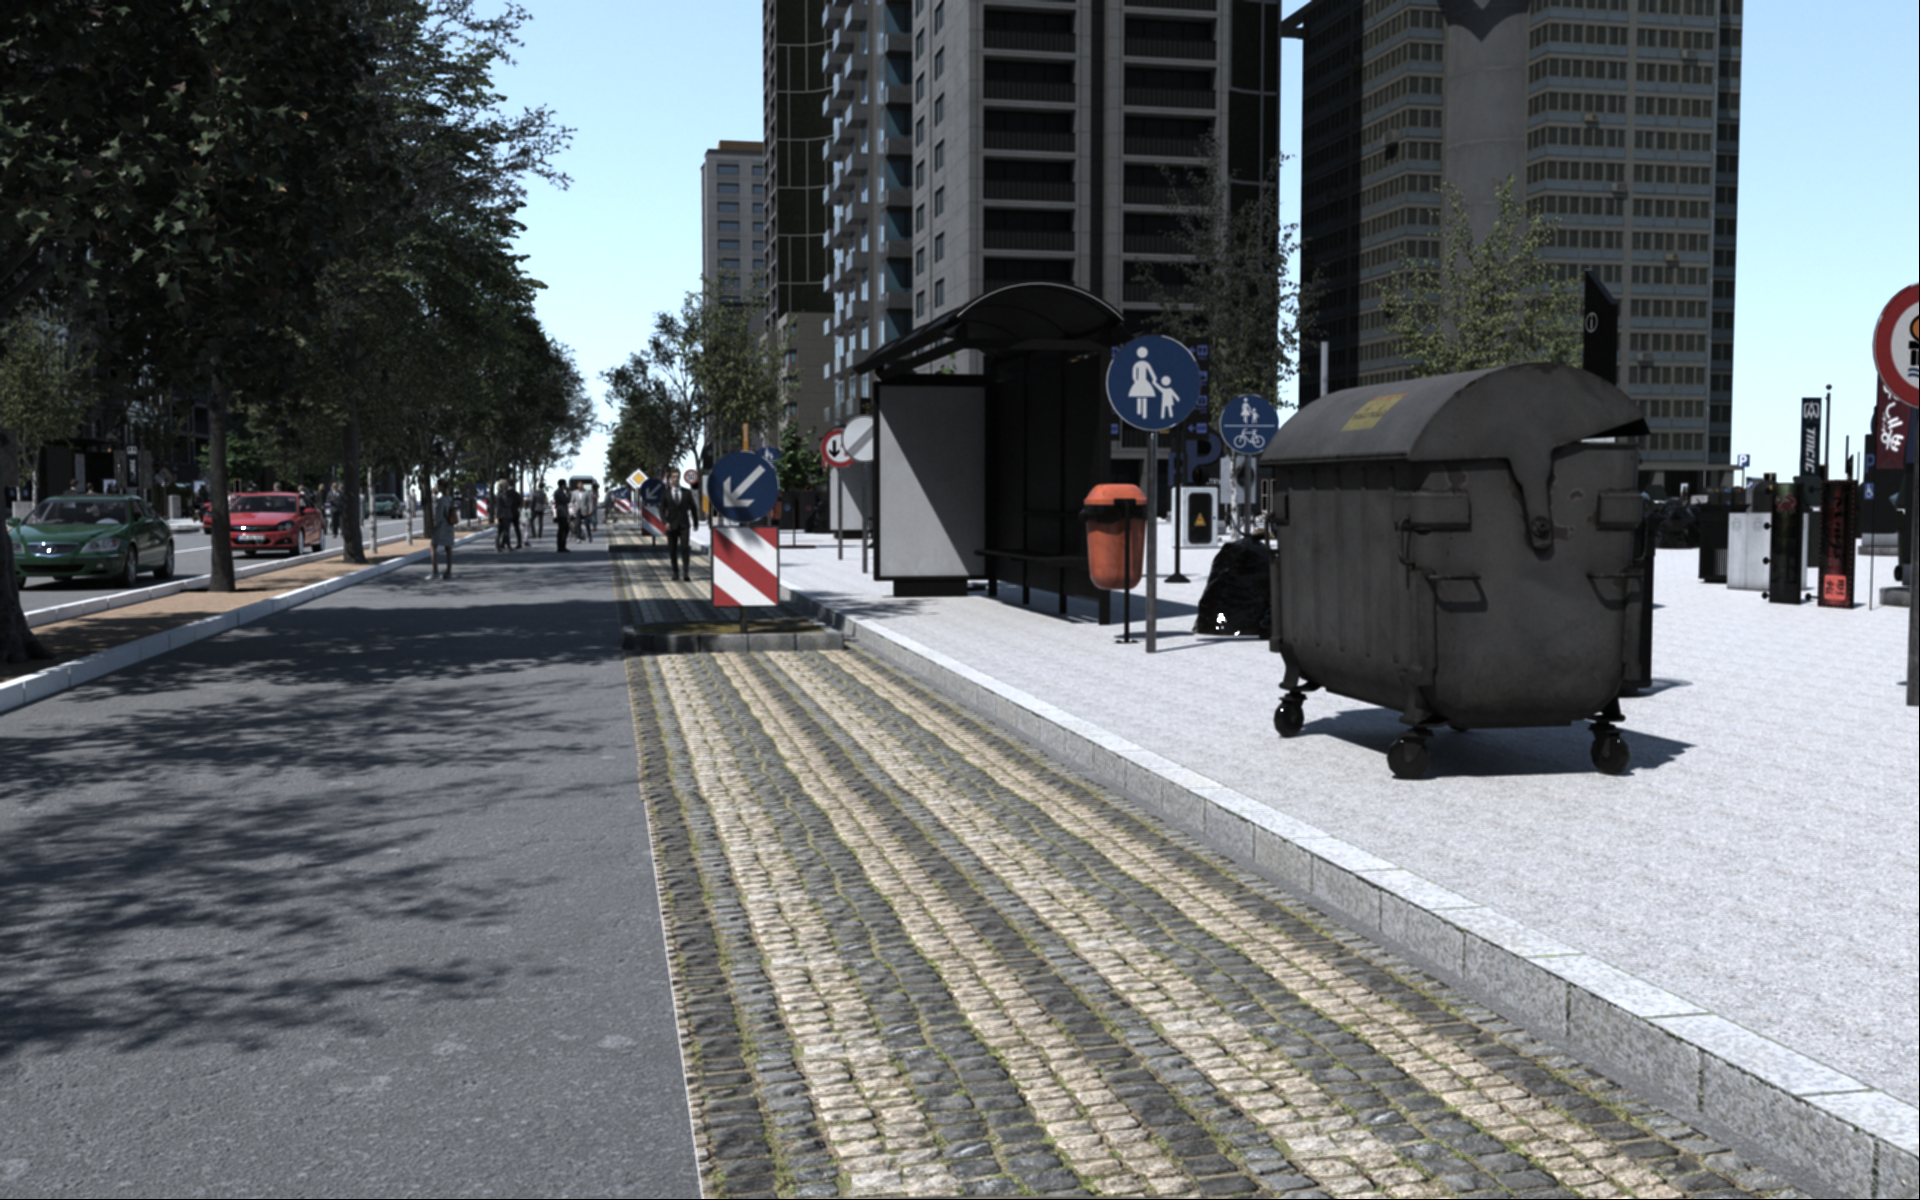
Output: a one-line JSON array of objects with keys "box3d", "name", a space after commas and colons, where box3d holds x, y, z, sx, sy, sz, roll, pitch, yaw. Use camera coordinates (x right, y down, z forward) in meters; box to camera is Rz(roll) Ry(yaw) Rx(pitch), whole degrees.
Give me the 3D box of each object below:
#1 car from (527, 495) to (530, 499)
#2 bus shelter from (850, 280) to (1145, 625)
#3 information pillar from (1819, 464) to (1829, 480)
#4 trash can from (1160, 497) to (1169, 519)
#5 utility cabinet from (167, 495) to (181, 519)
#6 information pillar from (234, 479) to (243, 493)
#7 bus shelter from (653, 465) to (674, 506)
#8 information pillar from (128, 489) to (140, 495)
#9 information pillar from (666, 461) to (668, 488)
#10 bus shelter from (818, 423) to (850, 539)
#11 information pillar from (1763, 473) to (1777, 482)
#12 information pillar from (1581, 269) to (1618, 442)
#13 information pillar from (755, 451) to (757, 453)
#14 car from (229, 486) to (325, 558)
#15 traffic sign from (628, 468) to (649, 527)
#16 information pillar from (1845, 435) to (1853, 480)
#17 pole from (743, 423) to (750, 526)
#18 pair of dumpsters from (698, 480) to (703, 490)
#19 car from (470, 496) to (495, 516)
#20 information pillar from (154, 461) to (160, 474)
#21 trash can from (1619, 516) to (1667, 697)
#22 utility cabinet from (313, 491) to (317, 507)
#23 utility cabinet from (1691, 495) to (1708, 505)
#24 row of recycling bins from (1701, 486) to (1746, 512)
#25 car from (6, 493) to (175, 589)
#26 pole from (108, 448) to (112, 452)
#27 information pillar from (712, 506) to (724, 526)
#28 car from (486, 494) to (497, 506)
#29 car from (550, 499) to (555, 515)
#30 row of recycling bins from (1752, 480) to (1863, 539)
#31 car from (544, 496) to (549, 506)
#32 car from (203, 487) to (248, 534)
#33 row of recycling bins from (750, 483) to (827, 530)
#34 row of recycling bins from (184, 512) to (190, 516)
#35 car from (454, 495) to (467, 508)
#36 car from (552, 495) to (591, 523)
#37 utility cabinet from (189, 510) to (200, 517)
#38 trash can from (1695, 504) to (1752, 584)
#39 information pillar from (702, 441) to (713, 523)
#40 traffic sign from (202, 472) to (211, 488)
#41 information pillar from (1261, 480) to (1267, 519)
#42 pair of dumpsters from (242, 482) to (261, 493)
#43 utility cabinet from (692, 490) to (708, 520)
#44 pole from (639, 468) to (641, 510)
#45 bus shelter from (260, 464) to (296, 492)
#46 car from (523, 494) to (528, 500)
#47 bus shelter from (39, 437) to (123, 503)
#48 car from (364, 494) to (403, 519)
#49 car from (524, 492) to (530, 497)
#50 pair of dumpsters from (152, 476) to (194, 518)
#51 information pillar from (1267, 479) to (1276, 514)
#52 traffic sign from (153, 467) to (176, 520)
[{"box3d": [-50.766, -11.920, 206.889, 2.014, 1.417, 4.499, -1, 4, -12], "name": "car"}, {"box3d": [0.216, -1.542, 19.128, 2.014, 3.302, 5.546, -1, 4, -12], "name": "bus shelter"}, {"box3d": [21.309, -2.353, 42.965, 0.304, 2.012, 0.304, 0, 4, 5], "name": "information pillar"}, {"box3d": [10.556, -4.706, 88.592, 0.748, 1.137, 0.748, 0, 3, 0], "name": "trash can"}, {"box3d": [-40.540, -4.783, 89.366, 0.306, 1.237, 1.020, 0, 4, -2], "name": "utility cabinet"}, {"box3d": [-35.461, -4.933, 85.142, 0.304, 2.012, 0.304, 0, 4, -5], "name": "information pillar"}, {"box3d": [-24.282, -9.197, 141.652, 1.731, 3.624, 6.357, -1, 4, -12], "name": "bus shelter"}, {"box3d": [-54.686, -7.526, 114.398, 0.183, 3.616, 0.504, 3, 5, 43], "name": "information pillar"}, {"box3d": [-18.899, -7.371, 111.878, 0.183, 3.616, 0.504, 0, 4, 4], "name": "information pillar"}, {"box3d": [-2.479, -3.233, 46.781, 2.014, 3.302, 5.546, -1, 4, -12], "name": "bus shelter"}, {"box3d": [27.929, -3.381, 59.771, 0.304, 2.012, 0.304, -2, 4, -27], "name": "information pillar"}, {"box3d": [6.601, -1.626, 17.945, 0.183, 3.616, 0.504, -1, 4, -13], "name": "information pillar"}, {"box3d": [-10.991, -6.179, 92.383, 0.183, 3.616, 0.504, 3, 4, 38], "name": "information pillar"}, {"box3d": [-15.935, -1.898, 40.076, 2.155, 1.783, 4.494, -1, 4, -11], "name": "car"}, {"box3d": [-12.524, -3.909, 67.561, 0.795, 2.450, 0.064, -1, 4, -12], "name": "traffic sign"}, {"box3d": [35.342, -4.754, 69.077, 0.183, 3.616, 0.504, 2, 4, 26], "name": "information pillar"}, {"box3d": [-6.149, -3.426, 49.857, 0.158, 3.312, 0.155, 0, 3, 0], "name": "pole"}, {"box3d": [-18.071, -7.506, 125.223, 1.574, 2.255, 4.437, -1, 4, -12], "name": "pair of dumpsters"}, {"box3d": [-31.289, -6.143, 113.010, 1.945, 1.354, 3.894, -1, 4, -12], "name": "car"}, {"box3d": [-56.346, -7.972, 121.691, 0.504, 3.616, 0.183, -2, 4, -24], "name": "information pillar"}, {"box3d": [4.128, 0.032, 11.127, 0.748, 1.137, 0.748, 0, 3, 0], "name": "trash can"}, {"box3d": [-51.573, -7.915, 138.088, 1.173, 1.500, 0.318, 1, 4, 18], "name": "utility cabinet"}, {"box3d": [38.017, -4.765, 89.074, 0.306, 1.237, 1.020, -1, 4, -10], "name": "utility cabinet"}, {"box3d": [40.277, -5.107, 90.604, 3.534, 1.692, 1.069, -1, 4, -18], "name": "row of recycling bins"}, {"box3d": [-13.920, -0.977, 27.767, 2.131, 1.459, 4.920, -1, 4, -14], "name": "car"}, {"box3d": [-37.846, -5.103, 77.272, 0.158, 3.312, 0.155, 0, 3, 0], "name": "pole"}, {"box3d": [-8.758, -3.556, 62.628, 0.304, 2.012, 0.304, 3, 4, 36], "name": "information pillar"}, {"box3d": [-56.507, -12.182, 208.214, 2.155, 1.783, 4.494, -1, 4, -11], "name": "car"}, {"box3d": [-26.992, -6.494, 118.537, 2.083, 1.381, 4.827, -1, 4, -12], "name": "car"}, {"box3d": [25.087, -2.661, 50.626, 3.534, 1.692, 1.069, 2, 4, 25], "name": "row of recycling bins"}, {"box3d": [-52.729, -12.704, 217.929, 2.015, 1.641, 3.980, -1, 4, -10], "name": "car"}, {"box3d": [-26.302, -3.307, 63.102, 2.155, 1.783, 4.494, -1, 4, -12], "name": "car"}, {"box3d": [-5.994, -3.370, 62.217, 3.534, 1.692, 1.069, -2, 4, -32], "name": "row of recycling bins"}, {"box3d": [-44.255, -5.770, 101.455, 1.069, 1.692, 3.534, 0, 4, 7], "name": "row of recycling bins"}, {"box3d": [-44.306, -8.545, 152.288, 1.945, 1.354, 3.894, -1, 4, -12], "name": "car"}, {"box3d": [-19.509, -4.578, 87.208, 2.083, 1.381, 4.827, -1, 4, -11], "name": "car"}, {"box3d": [-41.921, -5.320, 95.663, 1.173, 1.500, 0.318, 0, 4, -3], "name": "utility cabinet"}, {"box3d": [11.002, -0.816, 24.995, 0.748, 1.137, 0.748, 0, 3, 0], "name": "trash can"}, {"box3d": [-10.980, -5.151, 75.573, 0.504, 3.616, 0.183, -2, 4, -25], "name": "information pillar"}, {"box3d": [-31.038, -4.175, 71.905, 0.795, 2.450, 0.064, -1, 4, -12], "name": "traffic sign"}, {"box3d": [15.539, -5.128, 88.333, 0.304, 2.012, 0.304, 1, 4, 12], "name": "information pillar"}, {"box3d": [-41.081, -5.891, 98.809, 1.574, 2.255, 4.437, -1, 4, -12], "name": "pair of dumpsters"}, {"box3d": [-12.672, -4.704, 85.586, 1.173, 1.500, 0.318, 1, 4, 23], "name": "utility cabinet"}, {"box3d": [-25.338, -8.741, 136.753, 0.158, 3.312, 0.155, 0, 3, 0], "name": "pole"}, {"box3d": [-47.962, -8.018, 122.379, 1.731, 3.624, 6.357, -1, 4, -12], "name": "bus shelter"}, {"box3d": [-67.972, -15.709, 269.209, 2.083, 1.381, 4.827, -1, 4, -12], "name": "car"}, {"box3d": [-37.373, -5.045, 73.773, 1.731, 3.624, 6.357, -1, 4, -12], "name": "bus shelter"}, {"box3d": [-33.522, -5.432, 100.607, 2.131, 1.459, 4.920, -1, 4, -11], "name": "car"}, {"box3d": [-70.462, -16.669, 282.127, 1.945, 1.707, 3.694, -1, 4, -13], "name": "car"}, {"box3d": [-41.967, -5.507, 92.536, 1.574, 2.255, 4.437, -1, 4, -12], "name": "pair of dumpsters"}, {"box3d": [15.673, -5.021, 86.578, 0.304, 2.012, 0.304, 0, 4, 1], "name": "information pillar"}, {"box3d": [-29.413, -3.697, 64.086, 0.795, 2.450, 0.064, -1, 4, -12], "name": "traffic sign"}]
